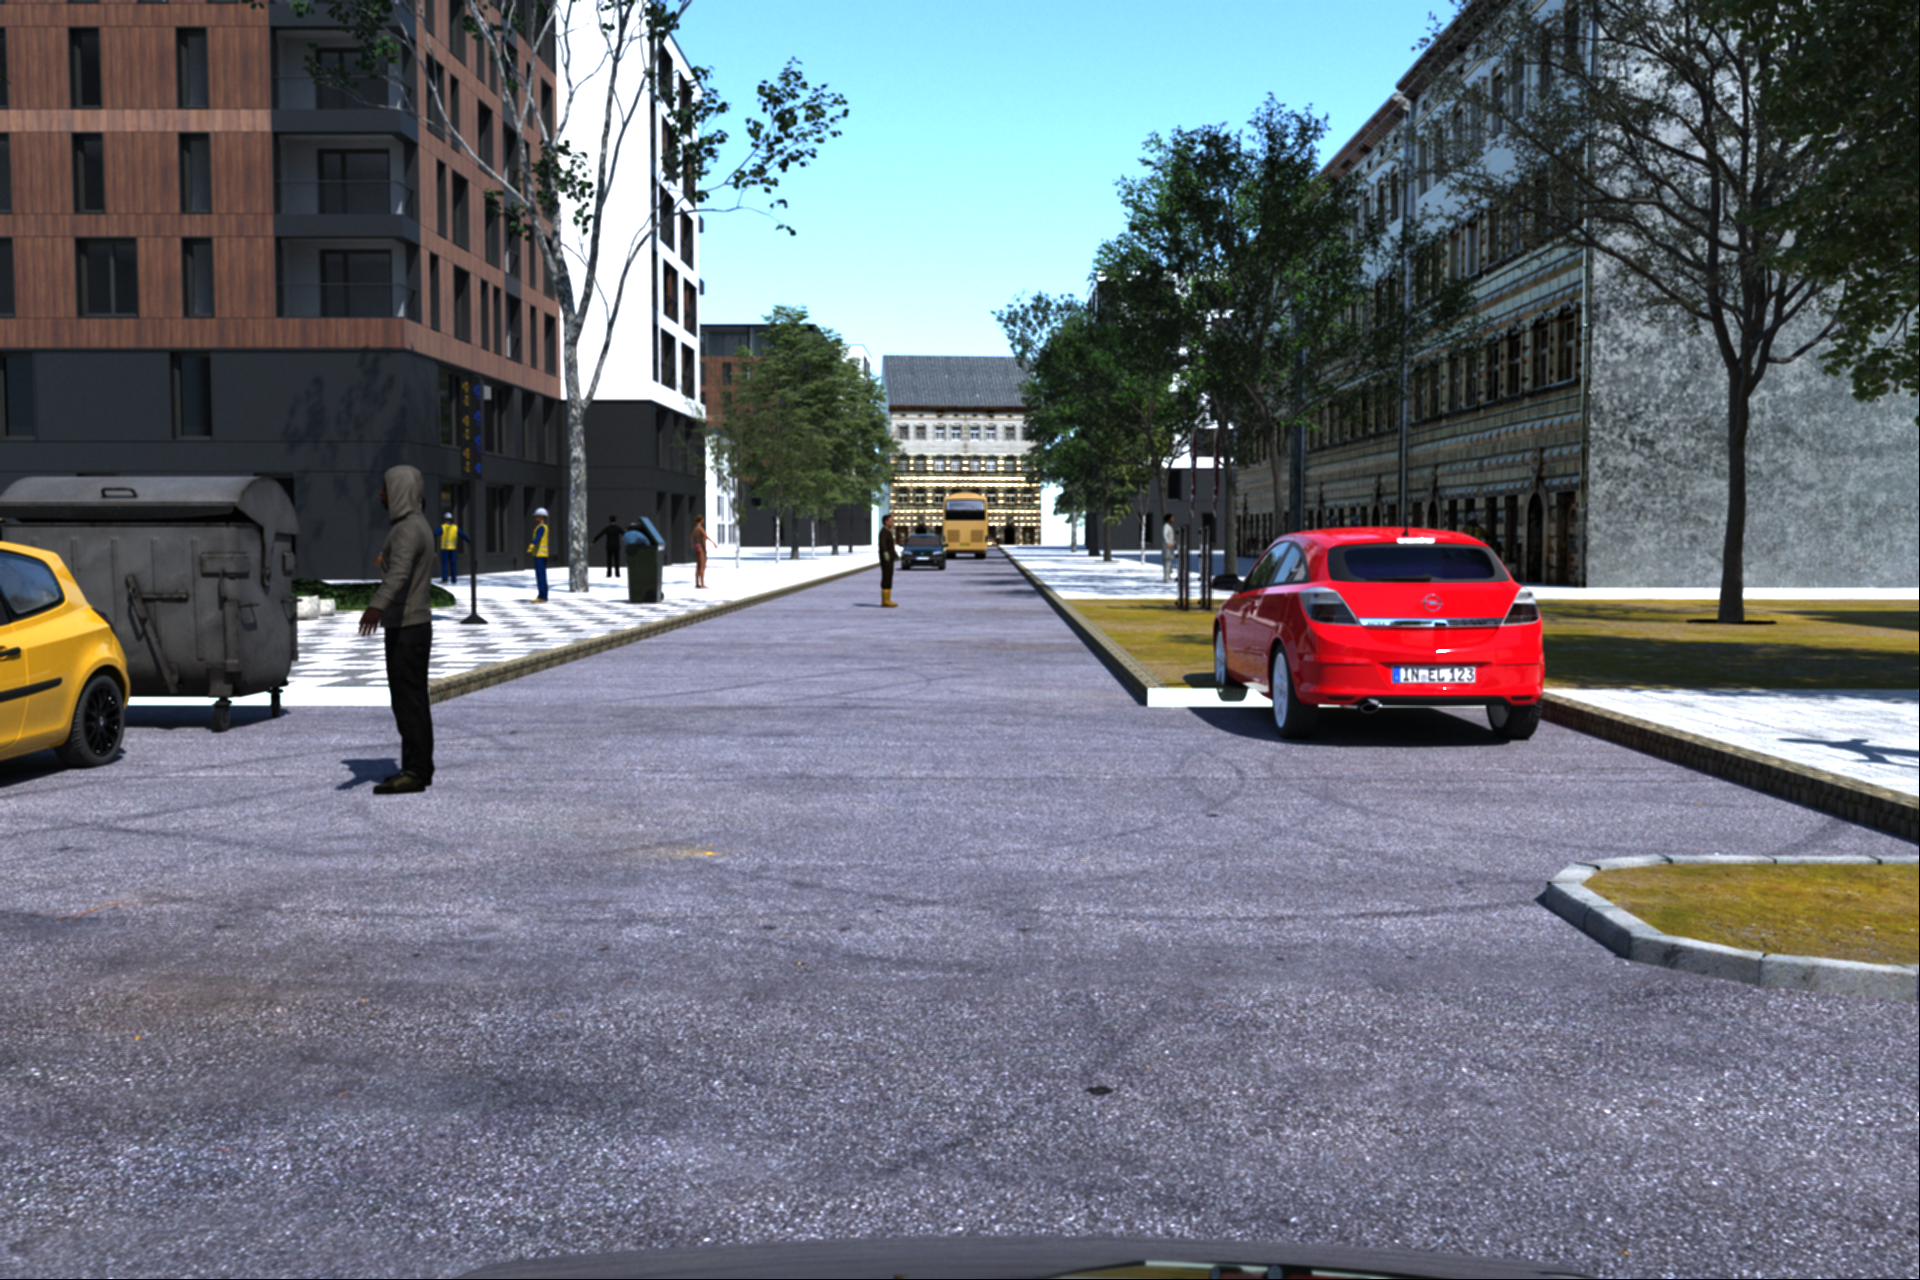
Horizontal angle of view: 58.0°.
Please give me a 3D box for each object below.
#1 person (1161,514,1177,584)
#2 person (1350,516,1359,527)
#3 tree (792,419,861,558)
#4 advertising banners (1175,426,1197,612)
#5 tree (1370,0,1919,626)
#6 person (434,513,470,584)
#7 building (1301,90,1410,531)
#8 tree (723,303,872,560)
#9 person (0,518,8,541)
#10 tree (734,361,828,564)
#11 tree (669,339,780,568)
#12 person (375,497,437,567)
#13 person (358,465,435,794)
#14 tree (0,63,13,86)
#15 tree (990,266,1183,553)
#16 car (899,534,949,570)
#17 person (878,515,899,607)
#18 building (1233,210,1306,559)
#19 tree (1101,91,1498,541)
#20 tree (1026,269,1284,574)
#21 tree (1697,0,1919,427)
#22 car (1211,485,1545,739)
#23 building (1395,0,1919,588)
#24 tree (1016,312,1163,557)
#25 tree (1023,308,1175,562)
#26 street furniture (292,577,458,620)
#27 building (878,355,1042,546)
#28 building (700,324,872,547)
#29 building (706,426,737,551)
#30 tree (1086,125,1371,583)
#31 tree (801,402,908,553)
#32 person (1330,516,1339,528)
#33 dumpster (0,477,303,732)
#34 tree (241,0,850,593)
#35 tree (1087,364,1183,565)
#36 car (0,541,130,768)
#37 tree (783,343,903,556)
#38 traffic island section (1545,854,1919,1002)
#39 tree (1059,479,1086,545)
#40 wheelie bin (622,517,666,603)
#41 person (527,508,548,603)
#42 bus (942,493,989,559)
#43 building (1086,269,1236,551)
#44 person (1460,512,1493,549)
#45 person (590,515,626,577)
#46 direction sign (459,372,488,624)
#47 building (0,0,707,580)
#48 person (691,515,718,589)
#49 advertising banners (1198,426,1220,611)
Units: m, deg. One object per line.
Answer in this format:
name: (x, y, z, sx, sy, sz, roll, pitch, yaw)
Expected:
person: (5.429, -2.366, 44.874, 0.705, 1.806, 1.347, 1, 4, 15)
person: (11.465, -2.693, 50.156, 1.347, 1.817, 0.704, -2, 4, -33)
tree: (-8.218, -8.819, 94.545, 4.360, 8.622, 3.978, 0, 3, 0)
advertising banners: (3.793, -2.010, 29.056, 0.090, 3.025, 2.074, 0, 3, 0)
tree: (11.072, -6.968, 24.291, 12.009, 13.543, 11.850, 0, 3, 0)
person: (-13.165, -2.360, 44.549, 1.349, 1.833, 0.705, -3, 4, -36)
building: (24.679, -14.546, 68.763, 19.493, 23.208, 18.063, 0, 4, 0)
tree: (-8.115, -10.261, 85.901, 7.486, 12.596, 7.792, 0, 3, 0)
person: (-18.292, -1.636, 32.943, 1.347, 1.806, 0.705, 2, 4, 33)
tree: (-8.127, -7.607, 74.730, 4.360, 8.622, 3.978, 0, 3, 0)
tree: (-8.100, -6.989, 64.628, 4.360, 8.622, 3.978, 0, 3, 0)
person: (-6.392, -0.817, 20.075, 0.721, 1.740, 1.216, 1, 4, 13)
person: (-3.121, -0.068, 9.691, 0.705, 1.813, 1.348, -1, 4, -9)
tree: (-11.328, -4.833, 13.436, 7.601, 10.594, 8.767, -1, 4, -14)
tree: (8.784, -16.030, 117.976, 12.611, 20.169, 13.585, 0, 3, 0)
car: (-1.449, -3.671, 69.802, 2.009, 1.686, 4.222, 0, 4, 1)
person: (-1.401, -1.559, 34.092, 0.704, 1.812, 1.346, 0, 4, 6)
building: (24.711, -15.770, 88.774, 19.493, 23.208, 18.063, 0, 4, 1)
tree: (6.771, -6.204, 35.846, 8.767, 10.594, 7.601, 1, 4, 17)
tree: (6.634, -7.452, 56.256, 8.767, 10.594, 7.601, -2, 4, -24)
tree: (9.647, -5.797, 12.916, 7.486, 12.596, 7.792, 0, 3, 0)
car: (3.119, -0.279, 13.599, 2.155, 1.783, 4.494, 0, 4, 0)
building: (24.195, -13.353, 49.250, 19.493, 23.208, 18.063, 0, 4, 1)
tree: (7.685, -11.753, 98.825, 9.857, 13.997, 8.962, 0, 3, 0)
tree: (6.736, -9.435, 80.023, 9.928, 11.665, 9.643, 0, 3, 0)
street furniture: (-11.776, -0.755, 27.970, 5.734, 0.657, 10.072, 0, 4, 5)
building: (-0.413, -23.159, 212.034, 18.063, 23.208, 19.493, 0, 4, -7)
building: (-24.363, -20.855, 184.959, 27.936, 21.610, 32.646, 0, 4, 1)
building: (-23.460, -12.592, 148.027, 9.099, 9.664, 28.070, 0, 4, 0)
tree: (6.896, -7.274, 44.690, 9.928, 11.665, 9.643, 0, 3, 0)
tree: (-7.451, -11.110, 116.066, 8.767, 10.594, 7.601, 0, 4, 8)
person: (11.567, -2.925, 53.673, 0.705, 1.847, 1.347, -1, 4, -18)
dumpster: (-6.051, -0.292, 12.984, 1.865, 1.857, 1.264, 0, 4, 1)
tree: (-8.202, -11.018, 36.035, 12.611, 20.169, 13.585, 0, 3, 0)
tree: (7.488, -7.406, 71.456, 4.737, 8.622, 4.395, 0, 3, 0)
car: (-6.137, 0.057, 9.290, 2.015, 1.641, 3.980, 0, 4, 1)
tree: (-7.074, -11.303, 102.931, 7.486, 12.596, 7.792, 0, 3, 0)
traffic island section: (3.249, 1.014, 6.291, 1.991, 0.108, 1.994, 0, 4, 1)
tree: (15.320, -17.542, 204.939, 7.486, 12.596, 7.792, 0, 3, 0)
wheelie bin: (-5.881, -1.486, 32.207, 0.693, 1.594, 0.980, 0, 4, 3)
person: (-7.956, -1.595, 32.539, 0.721, 1.772, 1.216, 0, 4, -3)
bus: (0.323, -6.774, 102.309, 2.896, 3.916, 12.252, 0, 4, 0)
building: (24.726, -18.724, 150.115, 27.936, 21.610, 32.646, 0, 4, 1)
person: (13.135, -2.369, 44.507, 1.354, 1.858, 0.705, -1, 4, -14)
person: (-10.272, -2.773, 51.278, 1.347, 1.837, 0.705, -1, 4, -12)
direction sign: (-6.955, -1.999, 24.684, 0.379, 3.537, 0.876, 0, 4, 1)
building: (-25.745, -13.440, 63.715, 27.936, 21.610, 32.646, 0, 4, 0)
person: (-6.056, -2.086, 40.910, 0.721, 1.733, 1.217, -3, 4, -37)
advertising banners: (4.201, -2.023, 29.261, 0.090, 3.025, 2.074, 0, 4, 1)
